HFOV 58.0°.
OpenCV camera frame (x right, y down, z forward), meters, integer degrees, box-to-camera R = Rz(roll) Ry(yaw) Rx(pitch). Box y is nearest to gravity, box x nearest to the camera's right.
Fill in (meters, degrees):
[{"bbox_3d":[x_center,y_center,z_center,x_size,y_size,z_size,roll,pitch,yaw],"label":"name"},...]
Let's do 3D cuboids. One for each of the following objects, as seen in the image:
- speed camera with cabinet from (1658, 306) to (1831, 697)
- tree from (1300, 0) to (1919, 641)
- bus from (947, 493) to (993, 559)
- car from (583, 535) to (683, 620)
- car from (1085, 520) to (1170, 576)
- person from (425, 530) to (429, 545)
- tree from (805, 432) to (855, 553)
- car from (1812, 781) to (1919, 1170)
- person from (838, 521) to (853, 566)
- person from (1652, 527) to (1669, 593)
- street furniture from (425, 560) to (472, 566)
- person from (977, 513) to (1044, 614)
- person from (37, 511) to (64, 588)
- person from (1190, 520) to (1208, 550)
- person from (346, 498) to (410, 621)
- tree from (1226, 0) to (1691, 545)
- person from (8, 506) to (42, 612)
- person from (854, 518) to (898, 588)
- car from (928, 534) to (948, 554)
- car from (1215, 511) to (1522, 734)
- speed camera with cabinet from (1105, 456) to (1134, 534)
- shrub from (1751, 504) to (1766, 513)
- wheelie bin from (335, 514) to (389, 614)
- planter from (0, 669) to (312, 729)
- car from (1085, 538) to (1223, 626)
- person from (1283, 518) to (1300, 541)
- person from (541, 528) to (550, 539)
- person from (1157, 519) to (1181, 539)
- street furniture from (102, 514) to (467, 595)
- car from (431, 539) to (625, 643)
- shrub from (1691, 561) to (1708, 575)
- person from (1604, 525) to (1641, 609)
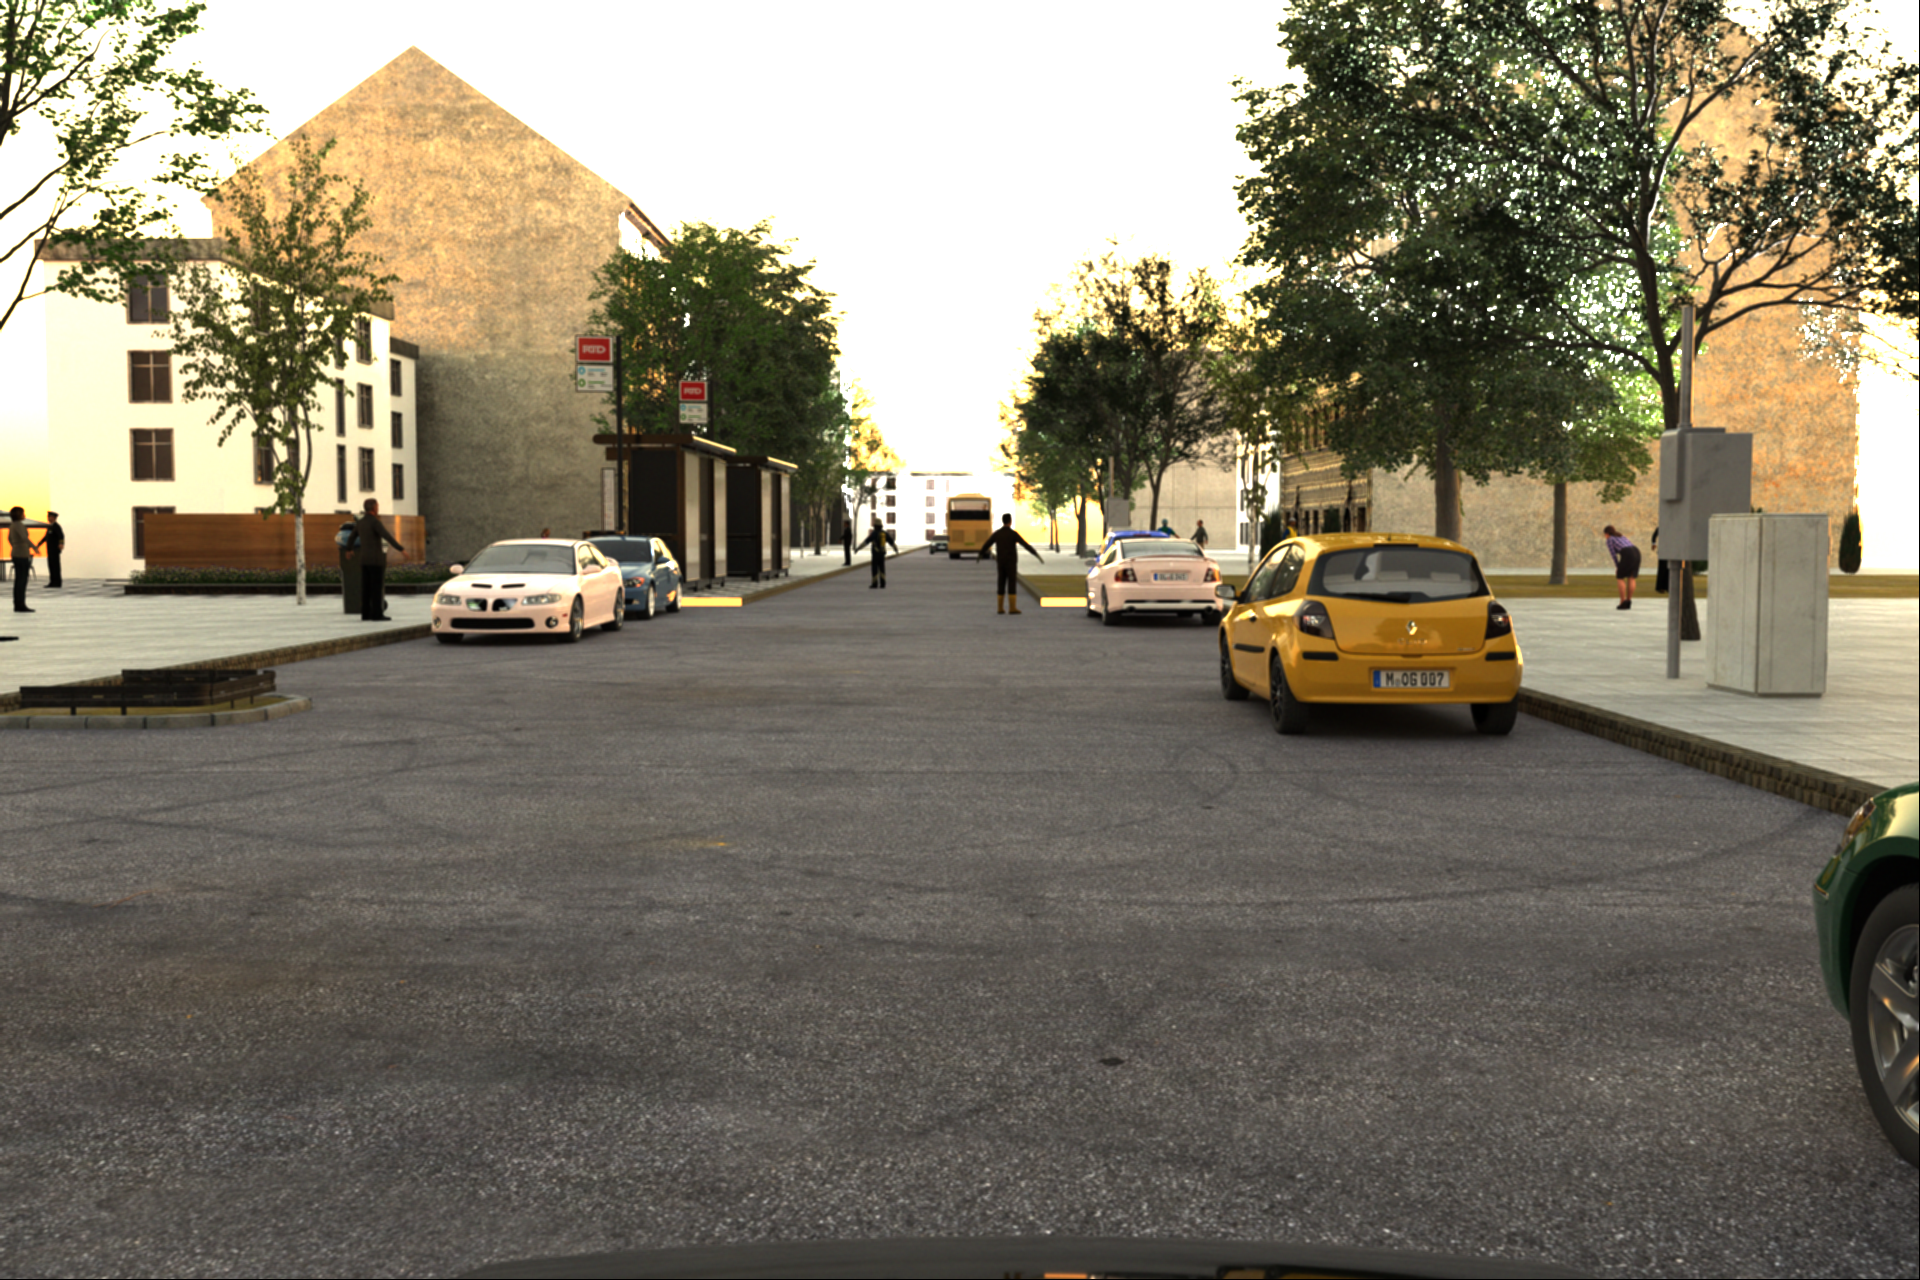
[{"bbox_3d":[6.525,-1.232,14.483,0.660,3.252,2.038,0,3,0],"label":"speed camera with cabinet"},{"bbox_3d":[8.692,-5.295,20.987,8.767,10.594,7.601,-2,4,-24],"label":"tree"},{"bbox_3d":[0.580,-6.787,102.517,2.896,3.916,12.252,0,4,0],"label":"bus"},{"bbox_3d":[-6.007,-1.130,30.471,2.014,1.417,4.499,0,4,0],"label":"car"},{"bbox_3d":[3.454,-1.505,34.192,1.945,1.707,3.694,0,4,0],"label":"car"},{"bbox_3d":[-19.519,-3.462,62.367,1.354,1.858,0.705,2,4,34],"label":"person"},{"bbox_3d":[-8.810,-10.118,115.785,4.360,8.622,3.978,0,3,0],"label":"tree"},{"bbox_3d":[3.054,0.573,2.429,2.131,1.459,4.920,0,4,0],"label":"car"},{"bbox_3d":[-4.602,-3.920,70.323,0.704,1.802,1.346,1,4,18],"label":"person"},{"bbox_3d":[15.355,-1.887,37.571,1.216,1.740,0.721,-3,4,-36],"label":"person"},{"bbox_3d":[-14.724,-2.160,50.948,5.734,0.657,10.072,-3,5,-45],"label":"street furniture"},{"bbox_3d":[0.858,-1.375,31.076,1.346,1.812,0.704,2,4,29],"label":"person"},{"bbox_3d":[-21.669,-2.166,41.344,1.347,1.837,0.705,3,4,39],"label":"person"},{"bbox_3d":[8.778,-3.501,63.517,0.705,1.796,1.348,-1,4,-21],"label":"person"},{"bbox_3d":[-8.699,-1.193,25.691,1.348,1.807,0.705,2,4,32],"label":"person"},{"bbox_3d":[9.556,-7.751,33.377,9.857,13.997,8.962,0,3,0],"label":"tree"},{"bbox_3d":[-15.403,-1.332,28.540,1.215,1.744,0.721,3,5,45],"label":"person"},{"bbox_3d":[-2.176,-2.300,45.842,1.354,1.856,0.705,-2,4,-35],"label":"person"},{"bbox_3d":[-1.285,-7.017,124.511,2.009,1.686,4.222,0,4,0],"label":"car"},{"bbox_3d":[3.118,-0.220,13.818,2.015,1.641,3.980,0,4,0],"label":"car"},{"bbox_3d":[4.025,-3.009,43.530,0.660,3.252,2.038,0,4,1],"label":"speed camera with cabinet"},{"bbox_3d":[17.604,-2.132,38.896,1.661,2.075,1.752,0,3,0],"label":"shrub"},{"bbox_3d":[-9.681,-1.230,28.021,0.693,1.594,0.980,0,4,0],"label":"wheelie bin"},{"bbox_3d":[-6.310,0.454,13.714,1.991,0.319,1.994,0,4,0],"label":"planter"},{"bbox_3d":[3.137,-0.984,28.455,2.083,1.381,4.827,0,4,-1],"label":"car"},{"bbox_3d":[11.145,-3.184,58.020,1.349,1.833,0.705,-3,5,-45],"label":"person"},{"bbox_3d":[-10.547,-2.152,44.457,0.599,1.433,0.991,1,4,23],"label":"person"},{"bbox_3d":[7.296,-3.399,61.700,1.347,1.817,0.704,1,4,8],"label":"person"},{"bbox_3d":[-14.366,-1.955,38.816,11.010,1.723,9.812,0,4,-3],"label":"street furniture"},{"bbox_3d":[-5.958,-0.732,24.334,2.083,1.381,4.827,0,4,0],"label":"car"},{"bbox_3d":[22.723,-3.023,53.848,1.690,2.028,1.600,0,3,0],"label":"shrub"},{"bbox_3d":[11.253,-1.238,29.512,0.421,1.427,0.697,-2,4,-27],"label":"person"}]
